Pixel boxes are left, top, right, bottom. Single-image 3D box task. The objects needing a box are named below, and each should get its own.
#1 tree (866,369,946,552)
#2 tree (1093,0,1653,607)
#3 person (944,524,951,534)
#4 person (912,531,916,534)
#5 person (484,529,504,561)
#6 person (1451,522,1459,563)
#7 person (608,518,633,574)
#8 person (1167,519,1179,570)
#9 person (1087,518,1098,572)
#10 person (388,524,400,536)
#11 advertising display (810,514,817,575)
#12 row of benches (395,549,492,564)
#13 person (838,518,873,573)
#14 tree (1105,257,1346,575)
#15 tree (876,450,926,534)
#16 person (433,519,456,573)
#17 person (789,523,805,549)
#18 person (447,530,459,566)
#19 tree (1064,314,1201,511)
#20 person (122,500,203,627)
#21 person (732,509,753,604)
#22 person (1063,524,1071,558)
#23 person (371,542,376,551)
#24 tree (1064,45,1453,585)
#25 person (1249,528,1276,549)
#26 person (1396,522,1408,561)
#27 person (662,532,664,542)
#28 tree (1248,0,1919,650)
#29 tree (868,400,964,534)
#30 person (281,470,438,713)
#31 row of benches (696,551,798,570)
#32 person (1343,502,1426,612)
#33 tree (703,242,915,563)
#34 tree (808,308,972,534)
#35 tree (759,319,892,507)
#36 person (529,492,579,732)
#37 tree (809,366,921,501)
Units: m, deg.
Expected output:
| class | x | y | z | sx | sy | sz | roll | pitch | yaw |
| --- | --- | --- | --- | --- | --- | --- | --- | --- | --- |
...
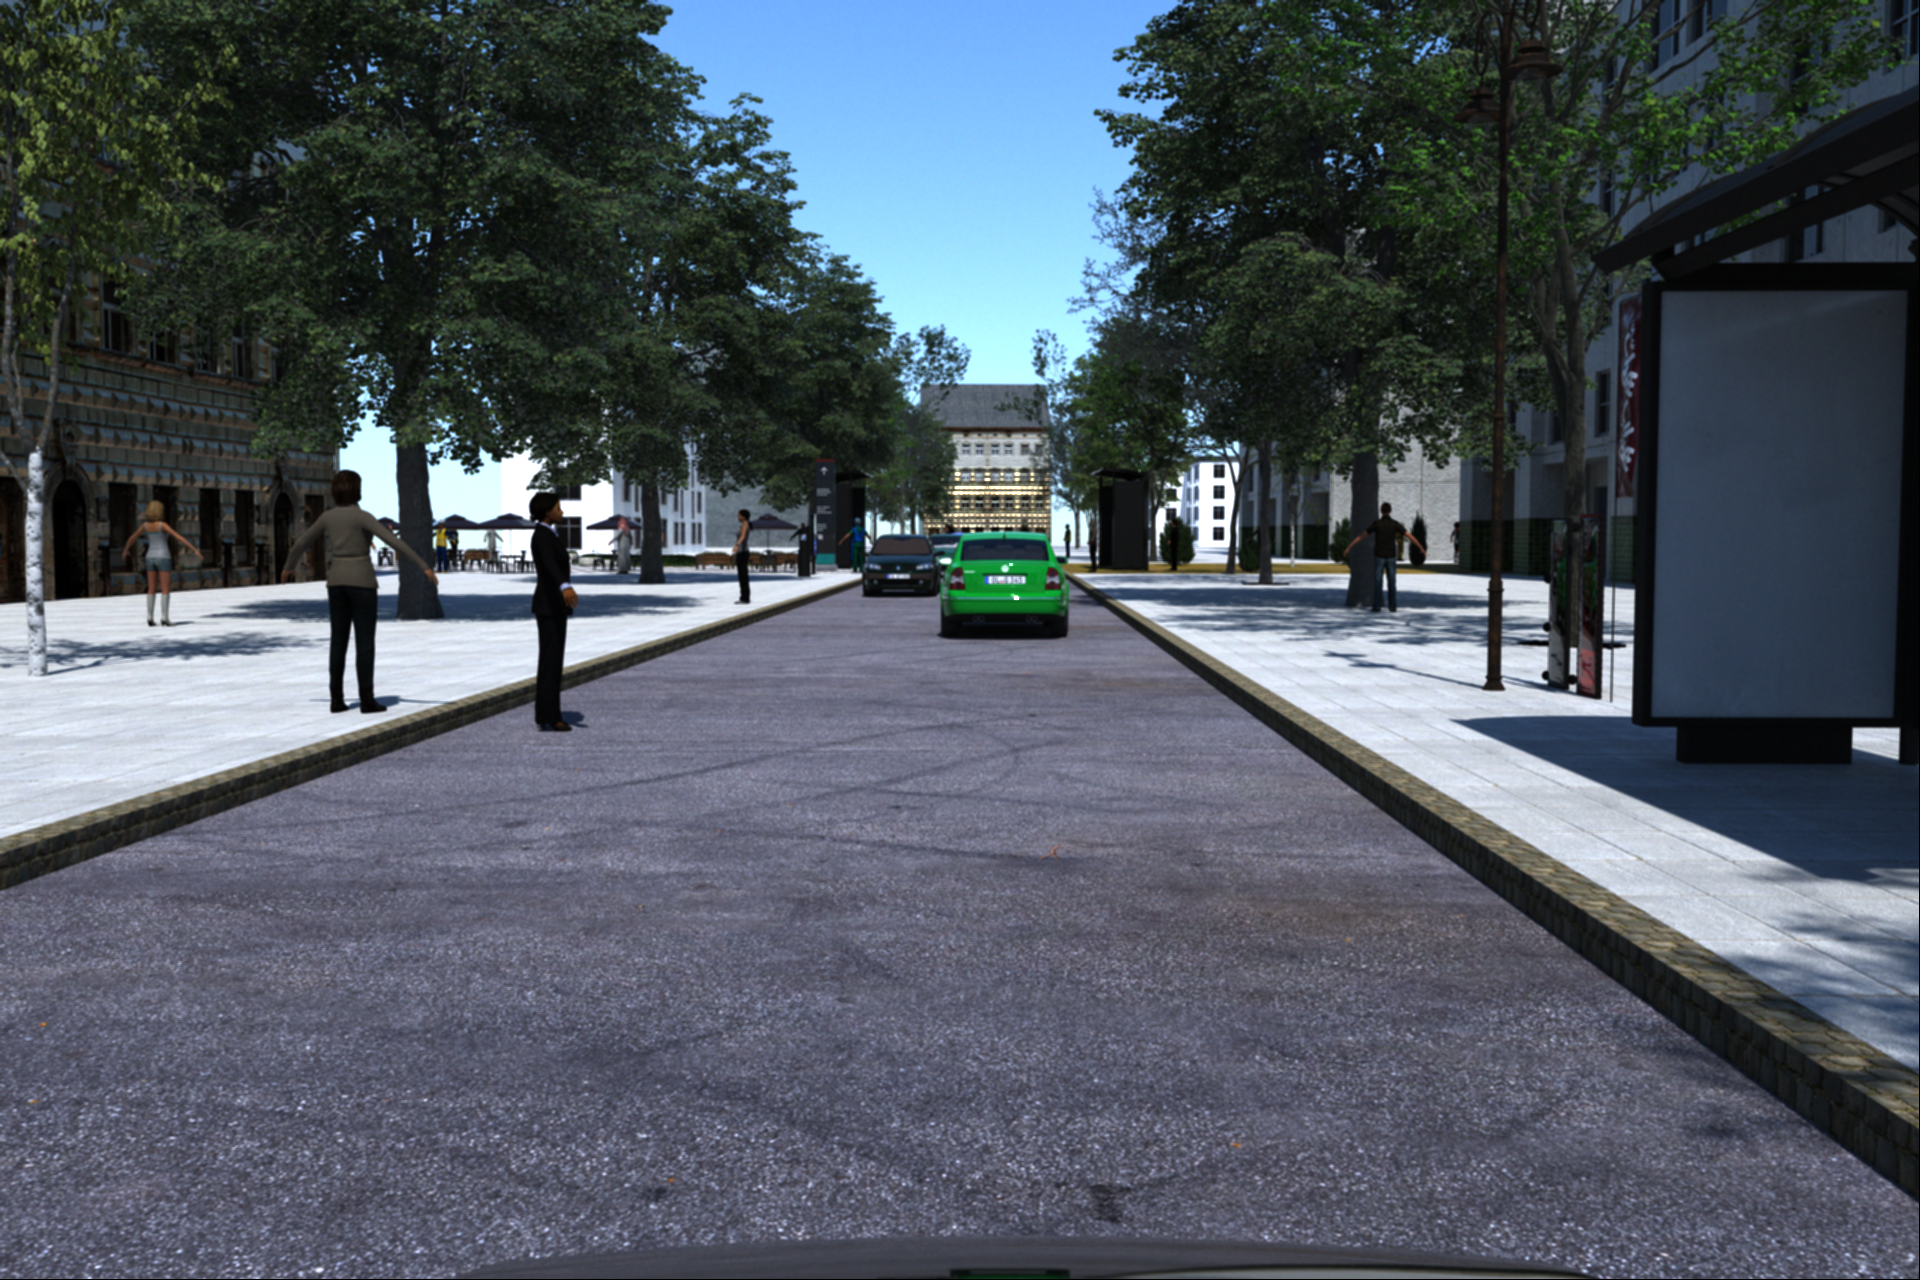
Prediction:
| class | x | y | z | sx | sy | sz | roll | pitch | yaw |
| --- | --- | --- | --- | --- | --- | --- | --- | --- | --- |
| tree | -5.941 | -12.957 | 122.215 | 12.009 | 13.543 | 11.850 | 0 | 3 | 0 |
| tree | 7.214 | -7.548 | 30.066 | 9.857 | 13.997 | 8.962 | 0 | 3 | 0 |
| person | -0.561 | -3.921 | 72.494 | 0.705 | 1.837 | 1.347 | -1 | 4 | -14 |
| person | -2.615 | -5.205 | 94.361 | 0.599 | 1.433 | 0.991 | -1 | 4 | -13 |
| person | -20.491 | -4.266 | 75.941 | 0.705 | 1.806 | 1.347 | 1 | 4 | 21 |
| person | 22.149 | -4.334 | 77.000 | 0.704 | 1.843 | 1.345 | -1 | 4 | -16 |
| person | -10.858 | -3.031 | 55.711 | 0.704 | 1.811 | 1.347 | 1 | 4 | 22 |
| person | 7.527 | -3.362 | 61.154 | 0.705 | 1.806 | 1.347 | 1 | 4 | 15 |
| person | 4.442 | -3.188 | 58.255 | 0.705 | 1.813 | 1.348 | 0 | 4 | 1 |
| person | -17.322 | -2.868 | 53.734 | 0.445 | 1.727 | 0.742 | 3 | 5 | 40 |
| advertising display | -4.658 | -3.057 | 55.196 | 0.123 | 1.923 | 0.974 | 0 | 4 | 1 |
| row of benches | -21.988 | -3.583 | 74.046 | 4.104 | 0.672 | 1.422 | 0 | 4 | -7 |
| person | -3.402 | -3.125 | 57.225 | 1.347 | 1.817 | 0.704 | -3 | 4 | -37 |
| tree | 8.638 | -7.320 | 54.102 | 8.767 | 10.594 | 7.601 | -1 | 4 | -19 |
| tree | -5.379 | -11.181 | 133.174 | 4.360 | 8.622 | 3.978 | 0 | 3 | 0 |
| person | -17.115 | -3.093 | 57.032 | 1.216 | 1.772 | 0.721 | 1 | 4 | 19 |
| person | -7.512 | -4.695 | 82.908 | 1.346 | 1.812 | 0.704 | 0 | 4 | -7 |
| person | -20.375 | -3.920 | 69.869 | 0.705 | 1.856 | 1.354 | -1 | 4 | -18 |
| tree | 8.915 | -10.492 | 89.669 | 7.486 | 12.596 | 7.792 | 0 | 3 | 0 |
| person | -11.125 | -1.072 | 24.132 | 1.214 | 1.753 | 0.721 | 1 | 4 | 9 |
| person | -4.066 | -1.533 | 31.882 | 0.721 | 1.737 | 1.217 | 0 | 4 | -1 |
| person | 5.840 | -5.413 | 94.474 | 0.705 | 1.833 | 1.349 | 1 | 4 | 11 |
| person | -13.990 | -2.106 | 40.616 | 0.705 | 1.807 | 1.348 | -2 | 4 | -34 |
| tree | 7.677 | -8.146 | 43.564 | 12.009 | 13.543 | 11.850 | 0 | 3 | 0 |
| person | 13.708 | -4.433 | 78.710 | 1.346 | 1.802 | 0.704 | -1 | 4 | -9 |
| person | 20.805 | -4.643 | 81.677 | 0.705 | 1.858 | 1.354 | 0 | 4 | -3 |
| person | -14.104 | -4.586 | 80.834 | 0.705 | 1.847 | 1.347 | -2 | 4 | -35 |
| tree | 6.827 | -5.730 | 19.448 | 9.928 | 11.665 | 9.643 | 0 | 3 | 0 |
| tree | -4.534 | -15.643 | 162.414 | 9.857 | 13.997 | 8.962 | 0 | 3 | 0 |
| person | -4.351 | -0.351 | 12.501 | 1.215 | 1.744 | 0.721 | 1 | 4 | 10 |
| row of benches | -7.813 | -2.926 | 63.310 | 4.104 | 0.672 | 1.422 | -2 | 4 | -34 |
| person | 7.022 | -1.370 | 28.611 | 1.348 | 1.803 | 0.705 | 0 | 4 | 7 |
| tree | -6.619 | -10.459 | 77.667 | 9.857 | 13.997 | 8.962 | 0 | 3 | 0 |
| tree | -6.085 | -17.622 | 144.010 | 12.611 | 20.169 | 13.585 | 0 | 3 | 0 |
| tree | -7.220 | -10.481 | 89.494 | 7.486 | 12.596 | 7.792 | 0 | 3 | 0 |
| person | -2.924 | -0.215 | 12.689 | 0.721 | 1.740 | 1.216 | -1 | 4 | -18 |
| tree | -6.226 | -11.065 | 106.668 | 9.928 | 11.665 | 9.643 | 0 | 3 | 0 |
